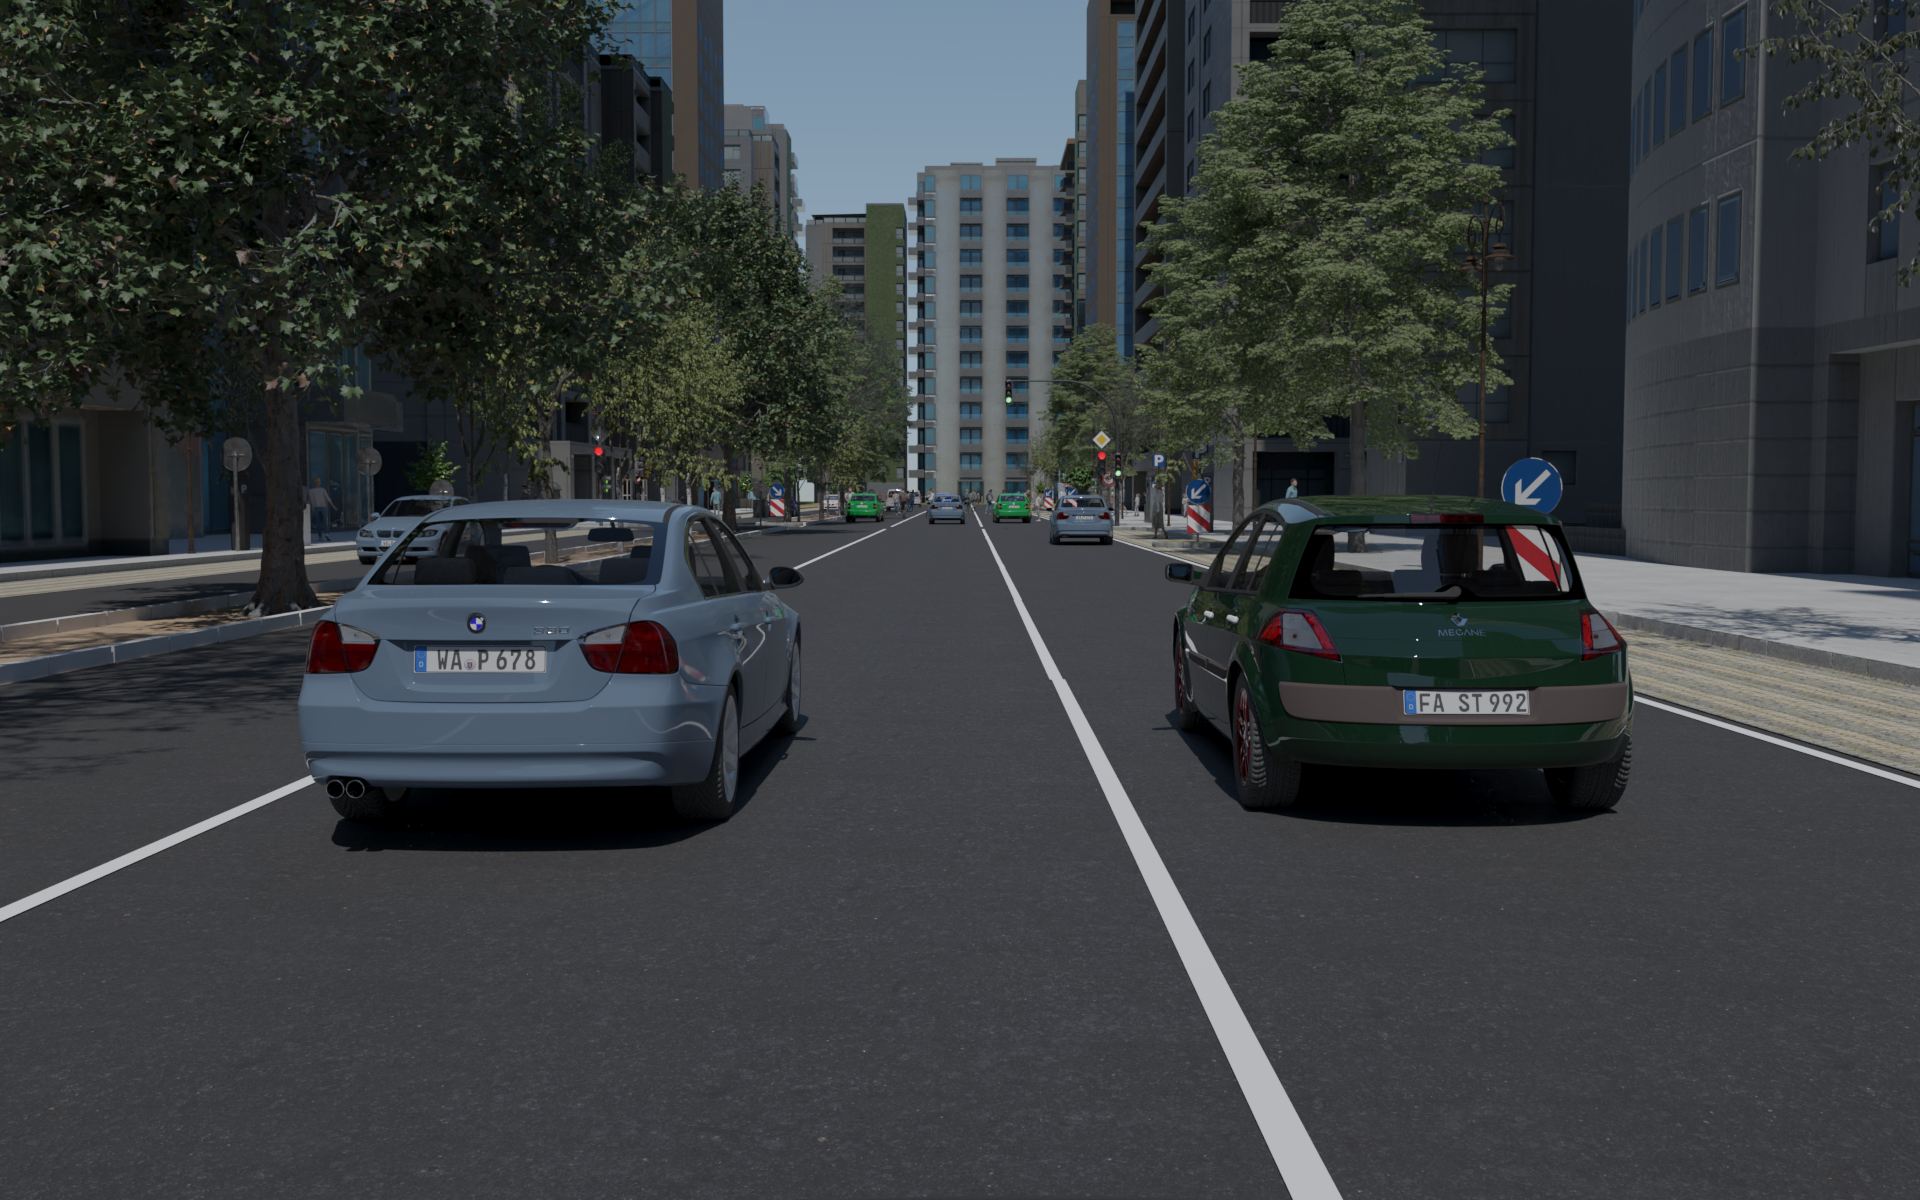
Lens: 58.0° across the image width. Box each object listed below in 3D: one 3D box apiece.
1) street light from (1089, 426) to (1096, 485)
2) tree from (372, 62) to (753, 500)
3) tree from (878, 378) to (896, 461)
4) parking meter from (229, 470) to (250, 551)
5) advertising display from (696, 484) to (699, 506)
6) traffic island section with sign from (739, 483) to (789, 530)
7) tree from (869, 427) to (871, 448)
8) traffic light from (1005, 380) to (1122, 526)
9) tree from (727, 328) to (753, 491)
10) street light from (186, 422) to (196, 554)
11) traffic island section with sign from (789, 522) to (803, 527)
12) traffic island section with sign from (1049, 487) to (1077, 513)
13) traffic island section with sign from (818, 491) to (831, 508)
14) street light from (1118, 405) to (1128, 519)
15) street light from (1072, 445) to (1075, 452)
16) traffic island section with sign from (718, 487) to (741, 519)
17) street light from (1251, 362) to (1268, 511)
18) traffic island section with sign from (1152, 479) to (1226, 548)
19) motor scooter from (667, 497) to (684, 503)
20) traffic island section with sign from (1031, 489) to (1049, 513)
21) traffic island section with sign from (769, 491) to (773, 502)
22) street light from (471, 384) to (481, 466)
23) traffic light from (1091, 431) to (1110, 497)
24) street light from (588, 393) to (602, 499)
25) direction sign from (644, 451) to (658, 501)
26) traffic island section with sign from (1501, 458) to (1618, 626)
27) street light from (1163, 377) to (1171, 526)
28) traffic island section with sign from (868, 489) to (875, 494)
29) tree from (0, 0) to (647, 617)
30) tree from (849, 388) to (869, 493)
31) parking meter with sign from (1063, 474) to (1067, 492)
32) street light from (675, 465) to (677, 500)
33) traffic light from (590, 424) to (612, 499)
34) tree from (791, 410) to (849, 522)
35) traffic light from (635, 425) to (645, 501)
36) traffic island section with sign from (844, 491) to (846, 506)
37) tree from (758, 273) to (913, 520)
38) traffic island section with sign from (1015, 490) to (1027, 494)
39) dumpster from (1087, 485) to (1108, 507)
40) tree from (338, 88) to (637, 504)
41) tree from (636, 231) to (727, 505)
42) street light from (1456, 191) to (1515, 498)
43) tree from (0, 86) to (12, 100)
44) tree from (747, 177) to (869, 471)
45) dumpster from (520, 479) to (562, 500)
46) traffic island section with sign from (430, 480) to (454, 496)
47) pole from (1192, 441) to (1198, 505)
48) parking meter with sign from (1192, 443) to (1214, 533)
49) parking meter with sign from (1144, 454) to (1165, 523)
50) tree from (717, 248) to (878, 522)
[{"bbox_3d":[8.460,-8.363,109.515,0.468,5.910,1.993,0,4,0],"label":"street light"},{"bbox_3d":[-8.331,-6.031,35.471,8.767,10.594,7.601,0,4,0],"label":"tree"},{"bbox_3d":[-7.974,-11.902,115.175,7.486,12.596,7.792,0,3,0],"label":"tree"},{"bbox_3d":[-16.334,-2.054,39.301,0.255,1.863,0.399,1,4,17],"label":"parking meter"},{"bbox_3d":[-16.294,-6.250,107.398,0.123,1.923,0.974,0,4,-7],"label":"advertising display"},{"bbox_3d":[-8.069,-3.749,69.427,2.006,1.907,1.989,0,4,0],"label":"traffic island section with sign"},{"bbox_3d":[-7.610,-9.558,109.094,4.737,8.622,4.395,0,3,0],"label":"tree"},{"bbox_3d":[4.148,-5.763,68.892,4.771,5.953,1.251,0,4,0],"label":"traffic light"},{"bbox_3d":[-8.080,-5.762,47.033,4.737,8.622,4.395,0,3,0],"label":"tree"},{"bbox_3d":[-16.514,-3.930,37.039,0.468,5.910,1.993,0,4,0],"label":"street light"},{"bbox_3d":[-8.035,-4.202,76.834,2.006,1.907,1.989,0,4,0],"label":"traffic island section with sign"},{"bbox_3d":[6.397,-5.694,101.724,1.989,1.847,2.006,0,4,0],"label":"traffic island section with sign"},{"bbox_3d":[-13.673,-10.429,179.135,1.989,1.847,2.006,0,4,0],"label":"traffic island section with sign"},{"bbox_3d":[8.298,-7.066,88.320,0.468,5.910,1.993,0,4,0],"label":"street light"},{"bbox_3d":[8.452,-9.650,130.569,0.468,5.910,1.993,0,4,0],"label":"street light"},{"bbox_3d":[-13.925,-5.699,101.801,1.989,1.847,2.006,0,4,0],"label":"traffic island section with sign"},{"bbox_3d":[8.142,-4.583,47.723,0.468,5.910,1.993,0,4,0],"label":"street light"},{"bbox_3d":[6.202,-2.322,46.586,1.989,1.847,2.006,0,4,0],"label":"traffic island section with sign"},{"bbox_3d":[-13.604,-4.303,83.131,0.815,1.314,1.986,0,3,0],"label":"motor scooter"},{"bbox_3d":[6.487,-7.410,129.774,1.989,1.847,2.006,0,4,0],"label":"traffic island section with sign"},{"bbox_3d":[-13.840,-7.347,128.756,1.989,1.847,2.006,0,4,0],"label":"traffic island section with sign"},{"bbox_3d":[-16.476,-5.246,58.554,0.468,5.910,1.993,0,4,0],"label":"street light"},{"bbox_3d":[6.267,-5.388,77.011,0.839,4.253,0.868,0,4,0],"label":"traffic light"},{"bbox_3d":[-16.251,-6.403,77.474,0.468,5.910,1.993,0,4,0],"label":"street light"},{"bbox_3d":[-16.186,-6.035,90.672,0.379,3.537,0.876,3,5,41],"label":"direction sign"},{"bbox_3d":[6.120,-0.673,19.631,1.989,1.847,2.006,0,4,0],"label":"traffic island section with sign"},{"bbox_3d":[8.294,-5.863,68.655,0.468,5.910,1.993,0,4,0],"label":"street light"},{"bbox_3d":[-7.794,-8.797,151.972,2.006,1.907,1.989,0,4,0],"label":"traffic island section with sign"},{"bbox_3d":[-7.983,-6.163,20.228,9.611,12.733,9.660,0,3,0],"label":"tree"},{"bbox_3d":[-7.951,-9.263,104.267,4.737,8.622,4.395,0,3,0],"label":"tree"},{"bbox_3d":[8.699,-9.101,145.062,0.543,3.016,1.738,0,4,-4],"label":"parking meter with sign"},{"bbox_3d":[-16.316,-7.741,99.352,0.468,5.910,1.993,0,4,0],"label":"street light"},{"bbox_3d":[-14.321,-4.903,69.079,0.839,4.253,0.868,0,4,0],"label":"traffic light"},{"bbox_3d":[-8.025,-8.153,86.128,4.737,8.622,4.395,0,3,0],"label":"tree"},{"bbox_3d":[-12.202,-6.264,77.092,4.771,5.953,1.251,0,4,0],"label":"traffic light"},{"bbox_3d":[-13.586,-12.105,206.549,1.989,1.847,2.006,0,4,0],"label":"traffic island section with sign"},{"bbox_3d":[-7.652,-11.182,95.660,12.009,13.543,11.850,0,3,0],"label":"tree"},{"bbox_3d":[6.654,-10.413,178.879,1.989,1.847,2.006,0,4,0],"label":"traffic island section with sign"},{"bbox_3d":[8.424,-6.100,105.501,1.264,1.857,1.865,0,4,0],"label":"dumpster"},{"bbox_3d":[-7.971,-4.604,28.096,4.737,8.622,4.395,0,3,0],"label":"tree"},{"bbox_3d":[-8.242,-5.441,41.787,4.737,8.622,4.395,0,3,0],"label":"tree"},{"bbox_3d":[8.085,-3.303,26.790,0.468,5.910,1.993,0,4,0],"label":"street light"},{"bbox_3d":[-8.070,-5.807,7.770,12.009,13.543,11.850,0,3,0],"label":"tree"},{"bbox_3d":[-8.120,-8.636,60.670,9.611,12.733,9.660,0,3,0],"label":"tree"},{"bbox_3d":[-16.442,-3.807,68.002,1.264,1.857,1.865,0,4,0],"label":"dumpster"},{"bbox_3d":[-14.112,-2.334,46.782,1.989,1.847,2.006,0,4,0],"label":"traffic island section with sign"},{"bbox_3d":[8.845,-4.369,65.279,0.158,3.312,0.155,0,3,0],"label":"pole"},{"bbox_3d":[8.238,-3.796,58.327,0.543,3.016,1.738,0,4,-3],"label":"parking meter with sign"},{"bbox_3d":[8.552,-4.922,76.732,0.543,3.016,1.738,-1,4,-10],"label":"parking meter with sign"},{"bbox_3d":[-7.996,-9.703,79.234,7.486,12.596,7.792,0,3,0],"label":"tree"}]
